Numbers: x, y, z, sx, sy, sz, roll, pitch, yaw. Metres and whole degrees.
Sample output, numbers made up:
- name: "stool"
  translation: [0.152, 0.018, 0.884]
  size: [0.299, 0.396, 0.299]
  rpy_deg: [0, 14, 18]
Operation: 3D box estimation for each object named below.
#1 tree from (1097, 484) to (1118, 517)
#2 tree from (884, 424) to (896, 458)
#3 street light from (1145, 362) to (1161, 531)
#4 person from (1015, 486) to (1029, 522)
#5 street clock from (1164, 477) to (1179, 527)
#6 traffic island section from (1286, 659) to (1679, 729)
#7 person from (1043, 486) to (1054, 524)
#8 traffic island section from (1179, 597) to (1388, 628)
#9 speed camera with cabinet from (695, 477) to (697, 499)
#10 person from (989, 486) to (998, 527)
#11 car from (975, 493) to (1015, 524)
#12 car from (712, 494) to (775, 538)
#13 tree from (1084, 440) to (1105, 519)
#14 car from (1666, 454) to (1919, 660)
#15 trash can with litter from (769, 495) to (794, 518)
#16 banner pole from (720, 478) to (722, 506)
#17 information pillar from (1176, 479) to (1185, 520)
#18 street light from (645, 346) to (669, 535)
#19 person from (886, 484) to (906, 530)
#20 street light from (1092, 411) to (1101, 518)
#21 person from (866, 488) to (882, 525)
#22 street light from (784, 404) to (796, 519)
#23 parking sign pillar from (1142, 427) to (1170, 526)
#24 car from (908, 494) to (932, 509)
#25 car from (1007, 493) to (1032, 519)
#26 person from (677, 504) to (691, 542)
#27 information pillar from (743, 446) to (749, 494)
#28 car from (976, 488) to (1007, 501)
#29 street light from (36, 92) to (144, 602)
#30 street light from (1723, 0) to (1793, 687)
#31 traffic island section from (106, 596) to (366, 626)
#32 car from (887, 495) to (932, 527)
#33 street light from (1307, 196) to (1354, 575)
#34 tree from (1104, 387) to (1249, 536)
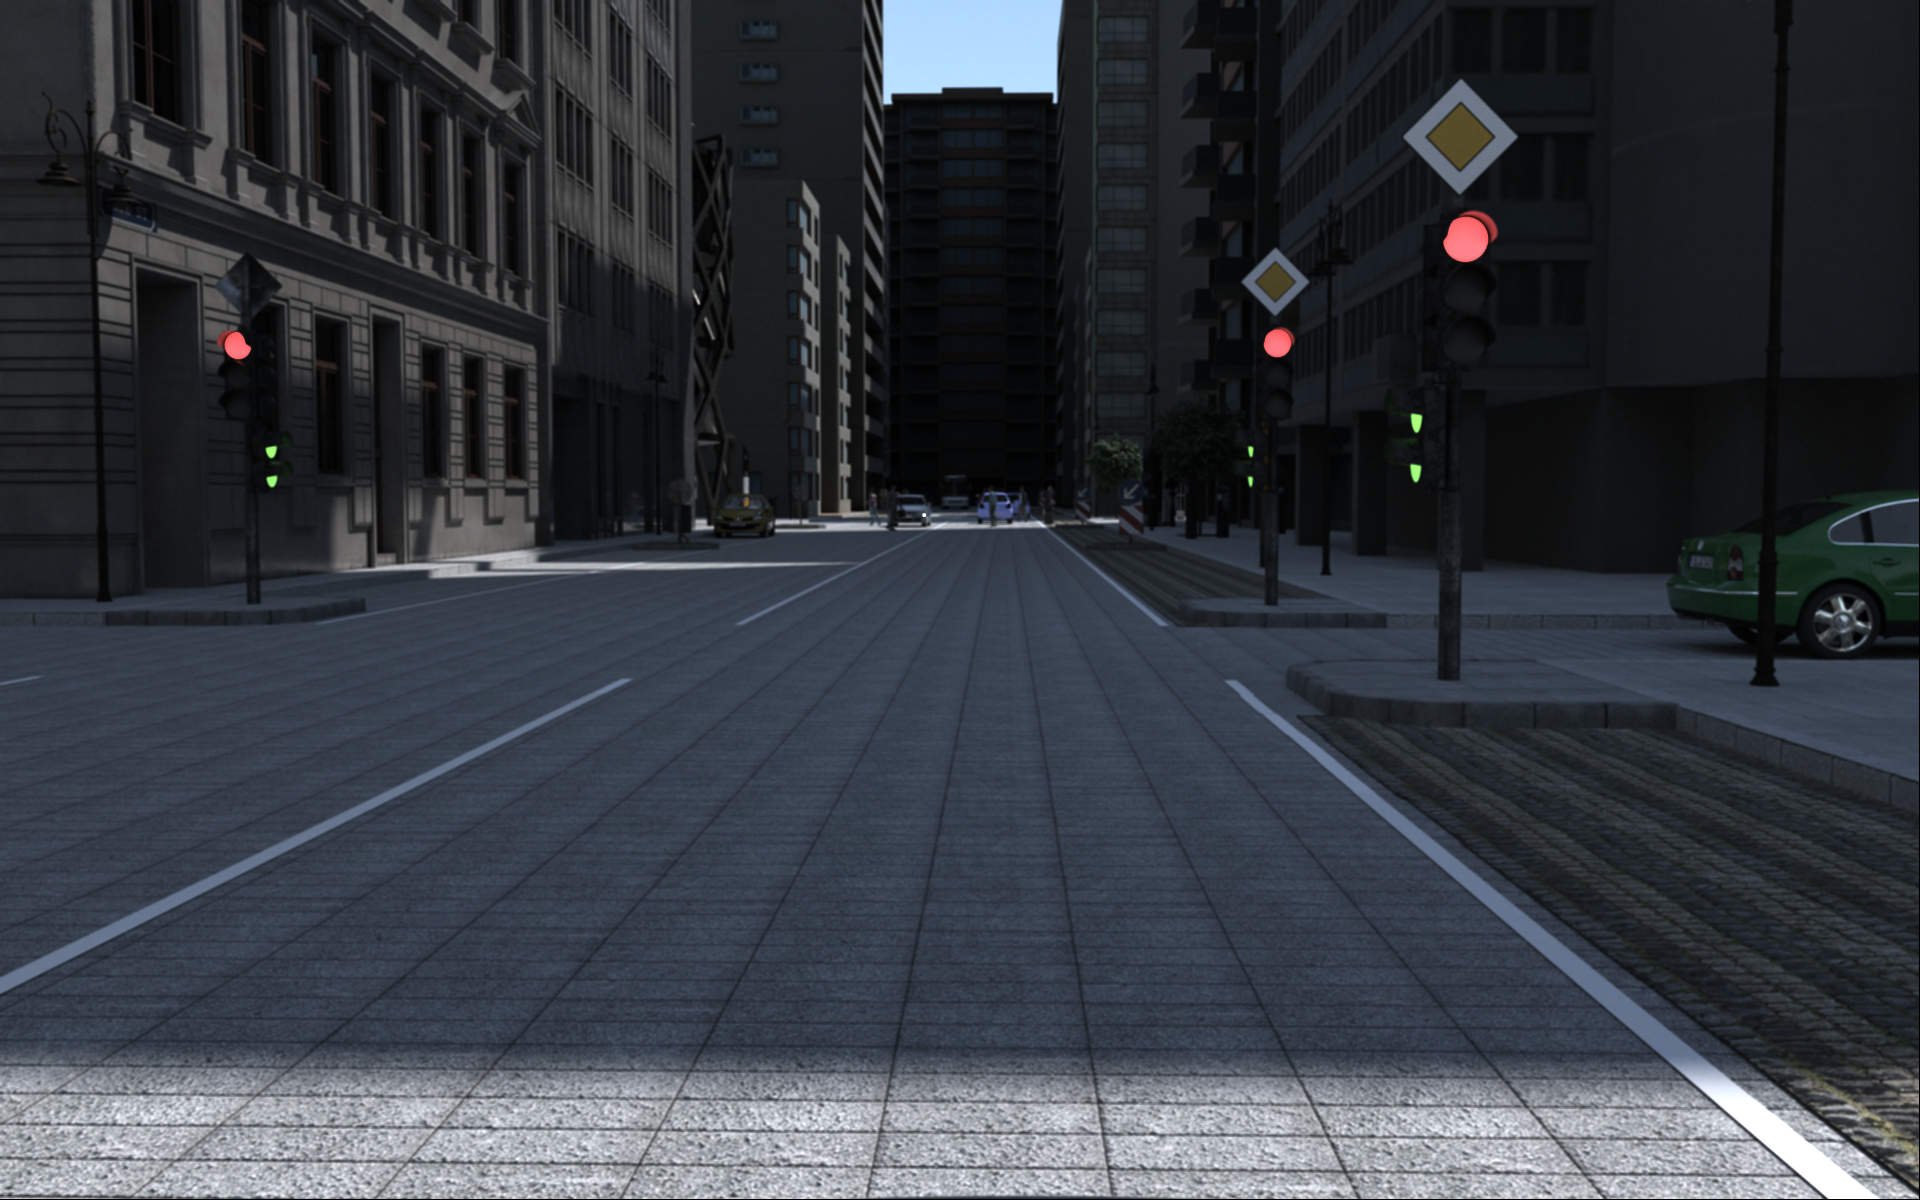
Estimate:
- name: "tree"
  translation: [8.307, -6.363, 98.640]
  size: [1.663, 3.219, 1.824]
  rpy_deg: [0, 3, 0]
- name: "tree"
  translation: [-7.927, -12.526, 155.160]
  size: [4.360, 8.622, 3.978]
  rpy_deg: [0, 3, 0]
- name: "street light"
  translation: [6.742, -5.376, 60.688]
  size: [0.468, 5.910, 1.993]
  rpy_deg: [0, 4, 1]
- name: "person"
  translation: [3.154, -4.827, 87.413]
  size: [0.713, 1.824, 0.794]
  rpy_deg: [-1, 4, -21]
- name: "street clock"
  translation: [8.309, -3.855, 67.604]
  size: [0.471, 2.002, 0.358]
  rpy_deg: [0, 4, -6]
- name: "traffic island section"
  translation: [3.401, 0.630, 11.974]
  size: [2.009, 0.180, 2.903]
  rpy_deg: [0, 4, 1]
- name: "person"
  translation: [4.172, -4.486, 82.067]
  size: [0.699, 1.804, 1.509]
  rpy_deg: [1, 4, 11]
- name: "traffic island section"
  translation: [3.607, 0.142, 19.957]
  size: [2.009, 0.180, 2.903]
  rpy_deg: [0, 4, 1]
- name: "speed camera with cabinet"
  translation: [-13.832, -5.536, 84.845]
  size: [0.660, 3.252, 2.038]
  rpy_deg: [3, 5, 41]
- name: "person"
  translation: [1.432, -4.054, 75.129]
  size: [0.444, 1.785, 0.601]
  rpy_deg: [3, 5, 42]
- name: "car"
  translation: [1.702, -4.580, 84.467]
  size: [1.945, 1.707, 3.694]
  rpy_deg: [0, 4, 0]
- name: "car"
  translation: [-7.179, -2.909, 57.793]
  size: [2.015, 1.641, 3.980]
  rpy_deg: [0, 3, 0]
- name: "tree"
  translation: [8.134, -6.496, 89.928]
  size: [4.285, 4.588, 4.351]
  rpy_deg: [0, 3, 0]
- name: "car"
  translation: [8.959, -0.420, 15.657]
  size: [4.718, 1.807, 1.959]
  rpy_deg: [0, 4, 2]
- name: "trash can with litter"
  translation: [-9.893, -5.037, 93.404]
  size: [2.233, 1.210, 1.678]
  rpy_deg: [3, 4, 38]
- name: "banner pole"
  translation: [-12.377, -6.098, 89.723]
  size: [0.401, 3.779, 0.863]
  rpy_deg: [-1, 4, -10]
- name: "information pillar"
  translation: [10.962, -4.992, 86.108]
  size: [0.304, 2.012, 0.304]
  rpy_deg: [3, 5, 44]
- name: "street light"
  translation: [-9.447, -4.975, 54.121]
  size: [0.468, 5.910, 1.993]
  rpy_deg: [0, 4, 1]
- name: "person"
  translation: [-2.617, -3.652, 68.330]
  size: [0.853, 1.813, 0.709]
  rpy_deg: [2, 4, 26]
- name: "street light"
  translation: [7.456, -7.448, 94.564]
  size: [0.468, 5.910, 1.993]
  rpy_deg: [0, 4, 1]
- name: "person"
  translation: [-3.949, -4.267, 79.101]
  size: [0.643, 1.720, 0.563]
  rpy_deg: [2, 4, 29]
- name: "street light"
  translation: [-8.578, -7.019, 87.551]
  size: [0.468, 5.910, 1.993]
  rpy_deg: [0, 4, 1]
- name: "parking sign pillar"
  translation: [7.710, -4.950, 69.403]
  size: [1.447, 3.967, 1.447]
  rpy_deg: [2, 4, 25]
- name: "car"
  translation: [-2.689, -5.832, 105.139]
  size: [2.009, 1.686, 4.222]
  rpy_deg: [0, 4, 1]
- name: "car"
  translation: [3.229, -5.600, 101.150]
  size: [1.945, 1.707, 3.694]
  rpy_deg: [0, 4, 3]
- name: "person"
  translation: [-7.563, -2.041, 46.886]
  size: [0.505, 1.210, 0.382]
  rpy_deg: [-3, 5, -45]
- name: "information pillar"
  translation: [-10.374, -5.659, 83.884]
  size: [0.183, 3.616, 0.504]
  rpy_deg: [1, 4, 19]
- name: "car"
  translation: [2.161, -6.273, 111.233]
  size: [2.281, 1.827, 5.304]
  rpy_deg: [0, 4, 0]
- name: "street light"
  translation: [-10.208, -2.917, 20.482]
  size: [0.468, 5.910, 1.993]
  rpy_deg: [0, 4, 1]
- name: "street light"
  translation: [5.399, -2.364, 11.445]
  size: [0.468, 5.910, 1.993]
  rpy_deg: [0, 4, 1]
- name: "traffic island section"
  translation: [-8.280, 0.123, 20.268]
  size: [2.009, 0.180, 2.903]
  rpy_deg: [0, 4, 1]
- name: "car"
  translation: [-2.237, -3.987, 77.187]
  size: [2.014, 1.417, 4.499]
  rpy_deg: [0, 4, 2]
- name: "street light"
  translation: [5.796, -3.332, 27.260]
  size: [0.468, 5.910, 1.993]
  rpy_deg: [0, 4, 1]
- name: "tree"
  translation: [7.311, -4.247, 53.154]
  size: [4.285, 4.588, 4.351]
  rpy_deg: [0, 3, 0]
